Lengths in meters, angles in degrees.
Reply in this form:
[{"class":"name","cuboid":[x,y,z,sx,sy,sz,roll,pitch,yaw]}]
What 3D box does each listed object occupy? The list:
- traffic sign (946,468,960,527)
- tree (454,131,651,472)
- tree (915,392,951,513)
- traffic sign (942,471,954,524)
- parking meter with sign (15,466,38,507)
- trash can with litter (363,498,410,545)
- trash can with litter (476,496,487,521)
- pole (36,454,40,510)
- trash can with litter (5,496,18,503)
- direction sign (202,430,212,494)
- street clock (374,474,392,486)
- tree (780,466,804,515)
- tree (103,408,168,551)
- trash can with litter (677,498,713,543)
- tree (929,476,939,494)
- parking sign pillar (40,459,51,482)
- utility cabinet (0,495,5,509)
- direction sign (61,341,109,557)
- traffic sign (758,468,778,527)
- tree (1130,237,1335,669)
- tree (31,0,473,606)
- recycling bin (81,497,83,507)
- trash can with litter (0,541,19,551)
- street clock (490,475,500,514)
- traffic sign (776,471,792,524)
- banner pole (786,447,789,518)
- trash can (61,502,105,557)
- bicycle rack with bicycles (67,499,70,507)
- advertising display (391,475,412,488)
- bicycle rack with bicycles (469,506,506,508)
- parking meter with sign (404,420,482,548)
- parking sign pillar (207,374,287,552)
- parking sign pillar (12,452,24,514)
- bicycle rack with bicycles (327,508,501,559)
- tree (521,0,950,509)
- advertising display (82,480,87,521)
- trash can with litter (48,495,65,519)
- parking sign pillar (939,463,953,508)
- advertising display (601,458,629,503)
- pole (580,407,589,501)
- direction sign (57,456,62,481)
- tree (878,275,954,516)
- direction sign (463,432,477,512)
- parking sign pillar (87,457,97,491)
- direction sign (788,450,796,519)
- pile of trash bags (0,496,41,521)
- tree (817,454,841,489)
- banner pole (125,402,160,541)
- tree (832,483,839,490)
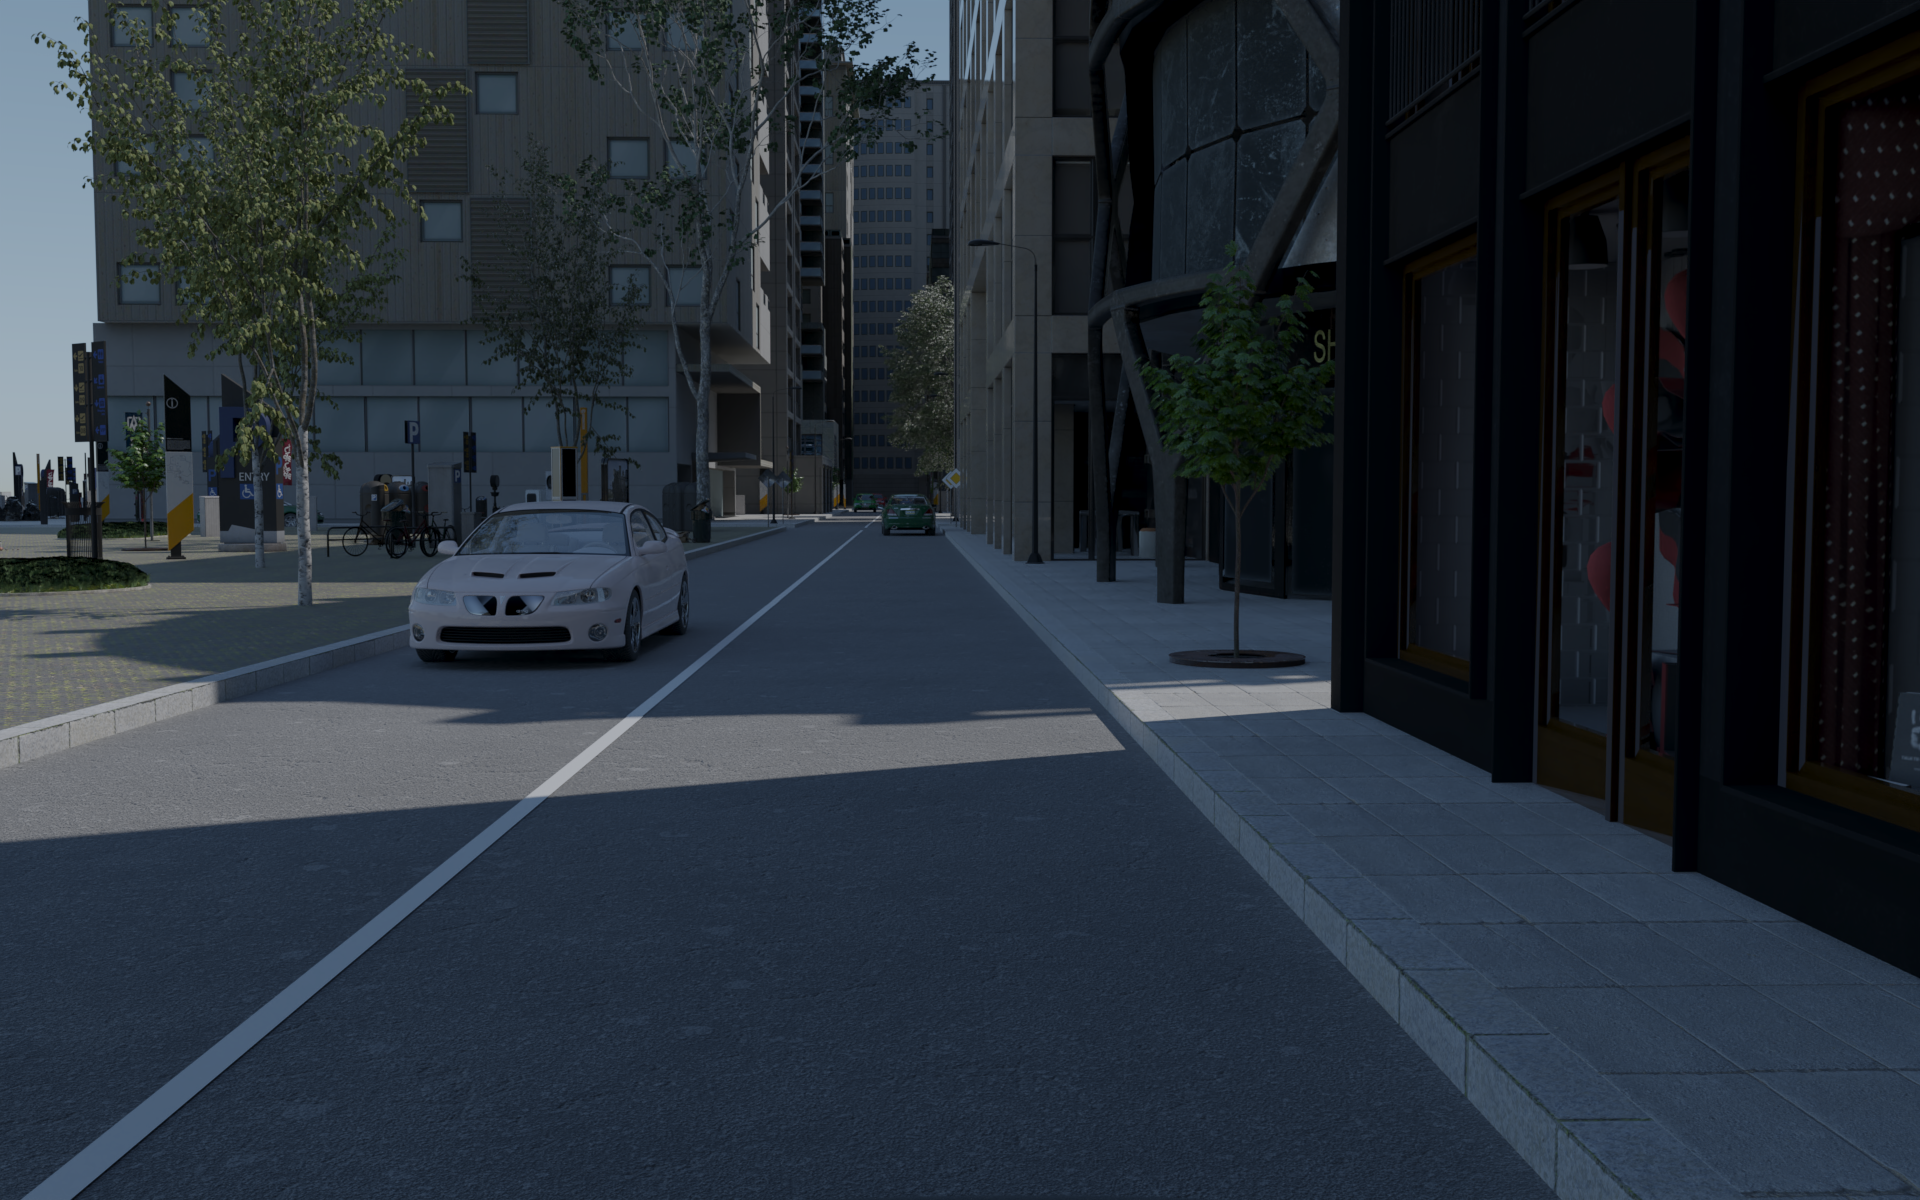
[{"class":"traffic sign","cuboid":[-0.149,-3.873,66.964,0.795,2.450,0.064,0,4,-2]},{"class":"tree","cuboid":[-8.077,-5.198,35.356,4.360,8.622,3.978,0,3,0]},{"class":"tree","cuboid":[-1.134,-10.375,119.997,4.360,8.622,3.978,0,3,0]},{"class":"traffic sign","cuboid":[-0.397,-4.361,74.945,0.795,2.450,0.064,0,4,-2]},{"class":"parking meter with sign","cuboid":[-58.622,-6.916,109.345,0.543,3.016,1.738,2,4,26]},{"class":"trash can with litter","cuboid":[-14.479,-1.979,43.744,0.624,1.170,1.055,3,4,38]},{"class":"trash can with litter","cuboid":[-16.209,-2.989,59.923,1.678,1.210,2.233,2,4,25]},{"class":"pole","cuboid":[-46.383,-5.711,87.220,0.158,3.312,0.155,0,3,0]},{"class":"trash can with litter","cuboid":[-50.498,-4.942,92.191,0.624,1.170,1.055,-2,4,-30]},{"class":"direction sign","cuboid":[-26.907,-4.280,61.980,0.379,3.537,0.876,-3,5,-45]},{"class":"street clock","cuboid":[-21.115,-3.583,63.152,0.358,2.002,0.471,2,4,25]},{"class":"tree","cuboid":[-10.159,-6.742,104.826,1.663,3.219,1.824,0,3,0]},{"class":"tree","cuboid":[-18.582,-2.734,39.302,1.663,3.219,1.824,0,3,0]},{"class":"trash can with litter","cuboid":[-7.038,-2.088,45.532,1.055,1.170,0.624,0,4,8]},{"class":"tree","cuboid":[-2.286,-9.796,154.759,1.663,3.219,1.824,0,3,0]},{"class":"parking sign pillar","cuboid":[-70.651,-8.895,133.911,1.447,3.967,1.447,-1,4,-12]},{"class":"utility cabinet","cuboid":[-60.916,-6.017,109.539,1.020,1.237,0.306,1,4,11]},{"class":"direction sign","cuboid":[-12.990,-2.075,25.925,0.876,3.537,0.379,2,4,34]},{"class":"traffic sign","cuboid":[-7.391,-3.860,66.761,0.795,2.450,0.064,0,4,-2]},{"class":"tree","cuboid":[2.026,-1.140,13.241,1.663,3.219,1.824,0,3,0]},{"class":"tree","cuboid":[-7.781,-4.238,19.649,4.737,8.622,4.395,0,3,0]},{"class":"recycling bin","cuboid":[-67.531,-7.434,134.094,0.722,1.027,0.722,0,3,0]},{"class":"trash can with litter","cuboid":[-22.474,-1.699,38.830,2.233,1.210,1.678,-1,4,-18]},{"class":"street clock","cuboid":[-17.722,-3.758,66.011,0.358,2.002,0.471,0,4,3]},{"class":"traffic sign","cuboid":[-7.638,-4.349,74.742,0.795,2.450,0.064,0,4,-2]},{"class":"banner pole","cuboid":[-9.080,-6.188,91.187,0.401,3.779,0.863,0,4,-4]},{"class":"trash can","cuboid":[-16.340,-1.263,32.311,0.748,1.137,0.748,0,3,0]},{"class":"bicycle rack with bicycles","cuboid":[-66.269,-7.145,130.196,2.852,0.926,2.925,-1,4,-18]},{"class":"advertising display","cuboid":[-18.940,-3.287,58.960,0.974,1.923,0.123,2,4,26]},{"class":"bicycle rack with bicycles","cuboid":[-13.594,-2.290,50.818,2.925,0.926,2.852,2,4,25]},{"class":"parking meter with sign","cuboid":[-12.211,-2.739,41.049,1.738,3.016,0.543,1,4,13]},{"class":"parking sign pillar","cuboid":[-15.869,-3.074,38.739,1.447,3.967,1.447,0,4,2]},{"class":"parking sign pillar","cuboid":[-60.654,-7.530,111.580,1.447,3.967,1.447,-1,4,-21]},{"class":"bicycle rack with bicycles","cuboid":[-11.500,-1.367,35.728,2.852,0.926,2.925,2,4,29]},{"class":"tree","cuboid":[-6.660,-11.915,50.699,12.611,20.169,13.585,0,3,0]},{"class":"advertising display","cuboid":[-41.751,-4.736,82.645,0.123,1.923,0.974,-2,4,-24]},{"class":"trash can with litter","cuboid":[-47.106,-4.784,89.276,1.678,1.210,2.233,1,4,20]},{"class":"parking sign pillar","cuboid":[-1.063,-8.662,130.103,1.447,3.967,1.447,-2,4,-34]},{"class":"advertising display","cuboid":[-6.199,-1.588,31.176,0.123,1.923,0.974,1,4,12]},{"class":"pole","cuboid":[-8.860,-2.876,40.871,0.158,3.312,0.155,0,3,0]},{"class":"direction sign","cuboid":[-53.686,-6.850,103.987,0.876,3.537,0.379,0,4,-2]},{"class":"tree","cuboid":[-0.177,-11.850,100.410,9.857,13.997,8.962,0,3,0]},{"class":"direction sign","cuboid":[-17.885,-4.359,63.261,0.379,3.537,0.876,1,4,14]},{"class":"parking sign pillar","cuboid":[-63.642,-8.486,127.216,1.447,3.967,1.447,-1,4,-12]},{"class":"direction sign","cuboid":[-8.694,-5.966,89.543,0.379,3.537,0.876,-1,4,-16]},{"class":"pile of trash bags","cuboid":[-45.200,-4.386,81.462,1.912,1.369,3.447,2,4,26]},{"class":"tree","cuboid":[-11.340,-9.449,138.207,4.285,4.588,4.351,0,3,0]},{"class":"banner pole","cuboid":[-22.113,-3.472,46.790,0.401,3.779,0.863,3,5,41]},{"class":"tree","cuboid":[-11.270,-9.253,145.882,1.663,3.219,1.824,0,3,0]}]
